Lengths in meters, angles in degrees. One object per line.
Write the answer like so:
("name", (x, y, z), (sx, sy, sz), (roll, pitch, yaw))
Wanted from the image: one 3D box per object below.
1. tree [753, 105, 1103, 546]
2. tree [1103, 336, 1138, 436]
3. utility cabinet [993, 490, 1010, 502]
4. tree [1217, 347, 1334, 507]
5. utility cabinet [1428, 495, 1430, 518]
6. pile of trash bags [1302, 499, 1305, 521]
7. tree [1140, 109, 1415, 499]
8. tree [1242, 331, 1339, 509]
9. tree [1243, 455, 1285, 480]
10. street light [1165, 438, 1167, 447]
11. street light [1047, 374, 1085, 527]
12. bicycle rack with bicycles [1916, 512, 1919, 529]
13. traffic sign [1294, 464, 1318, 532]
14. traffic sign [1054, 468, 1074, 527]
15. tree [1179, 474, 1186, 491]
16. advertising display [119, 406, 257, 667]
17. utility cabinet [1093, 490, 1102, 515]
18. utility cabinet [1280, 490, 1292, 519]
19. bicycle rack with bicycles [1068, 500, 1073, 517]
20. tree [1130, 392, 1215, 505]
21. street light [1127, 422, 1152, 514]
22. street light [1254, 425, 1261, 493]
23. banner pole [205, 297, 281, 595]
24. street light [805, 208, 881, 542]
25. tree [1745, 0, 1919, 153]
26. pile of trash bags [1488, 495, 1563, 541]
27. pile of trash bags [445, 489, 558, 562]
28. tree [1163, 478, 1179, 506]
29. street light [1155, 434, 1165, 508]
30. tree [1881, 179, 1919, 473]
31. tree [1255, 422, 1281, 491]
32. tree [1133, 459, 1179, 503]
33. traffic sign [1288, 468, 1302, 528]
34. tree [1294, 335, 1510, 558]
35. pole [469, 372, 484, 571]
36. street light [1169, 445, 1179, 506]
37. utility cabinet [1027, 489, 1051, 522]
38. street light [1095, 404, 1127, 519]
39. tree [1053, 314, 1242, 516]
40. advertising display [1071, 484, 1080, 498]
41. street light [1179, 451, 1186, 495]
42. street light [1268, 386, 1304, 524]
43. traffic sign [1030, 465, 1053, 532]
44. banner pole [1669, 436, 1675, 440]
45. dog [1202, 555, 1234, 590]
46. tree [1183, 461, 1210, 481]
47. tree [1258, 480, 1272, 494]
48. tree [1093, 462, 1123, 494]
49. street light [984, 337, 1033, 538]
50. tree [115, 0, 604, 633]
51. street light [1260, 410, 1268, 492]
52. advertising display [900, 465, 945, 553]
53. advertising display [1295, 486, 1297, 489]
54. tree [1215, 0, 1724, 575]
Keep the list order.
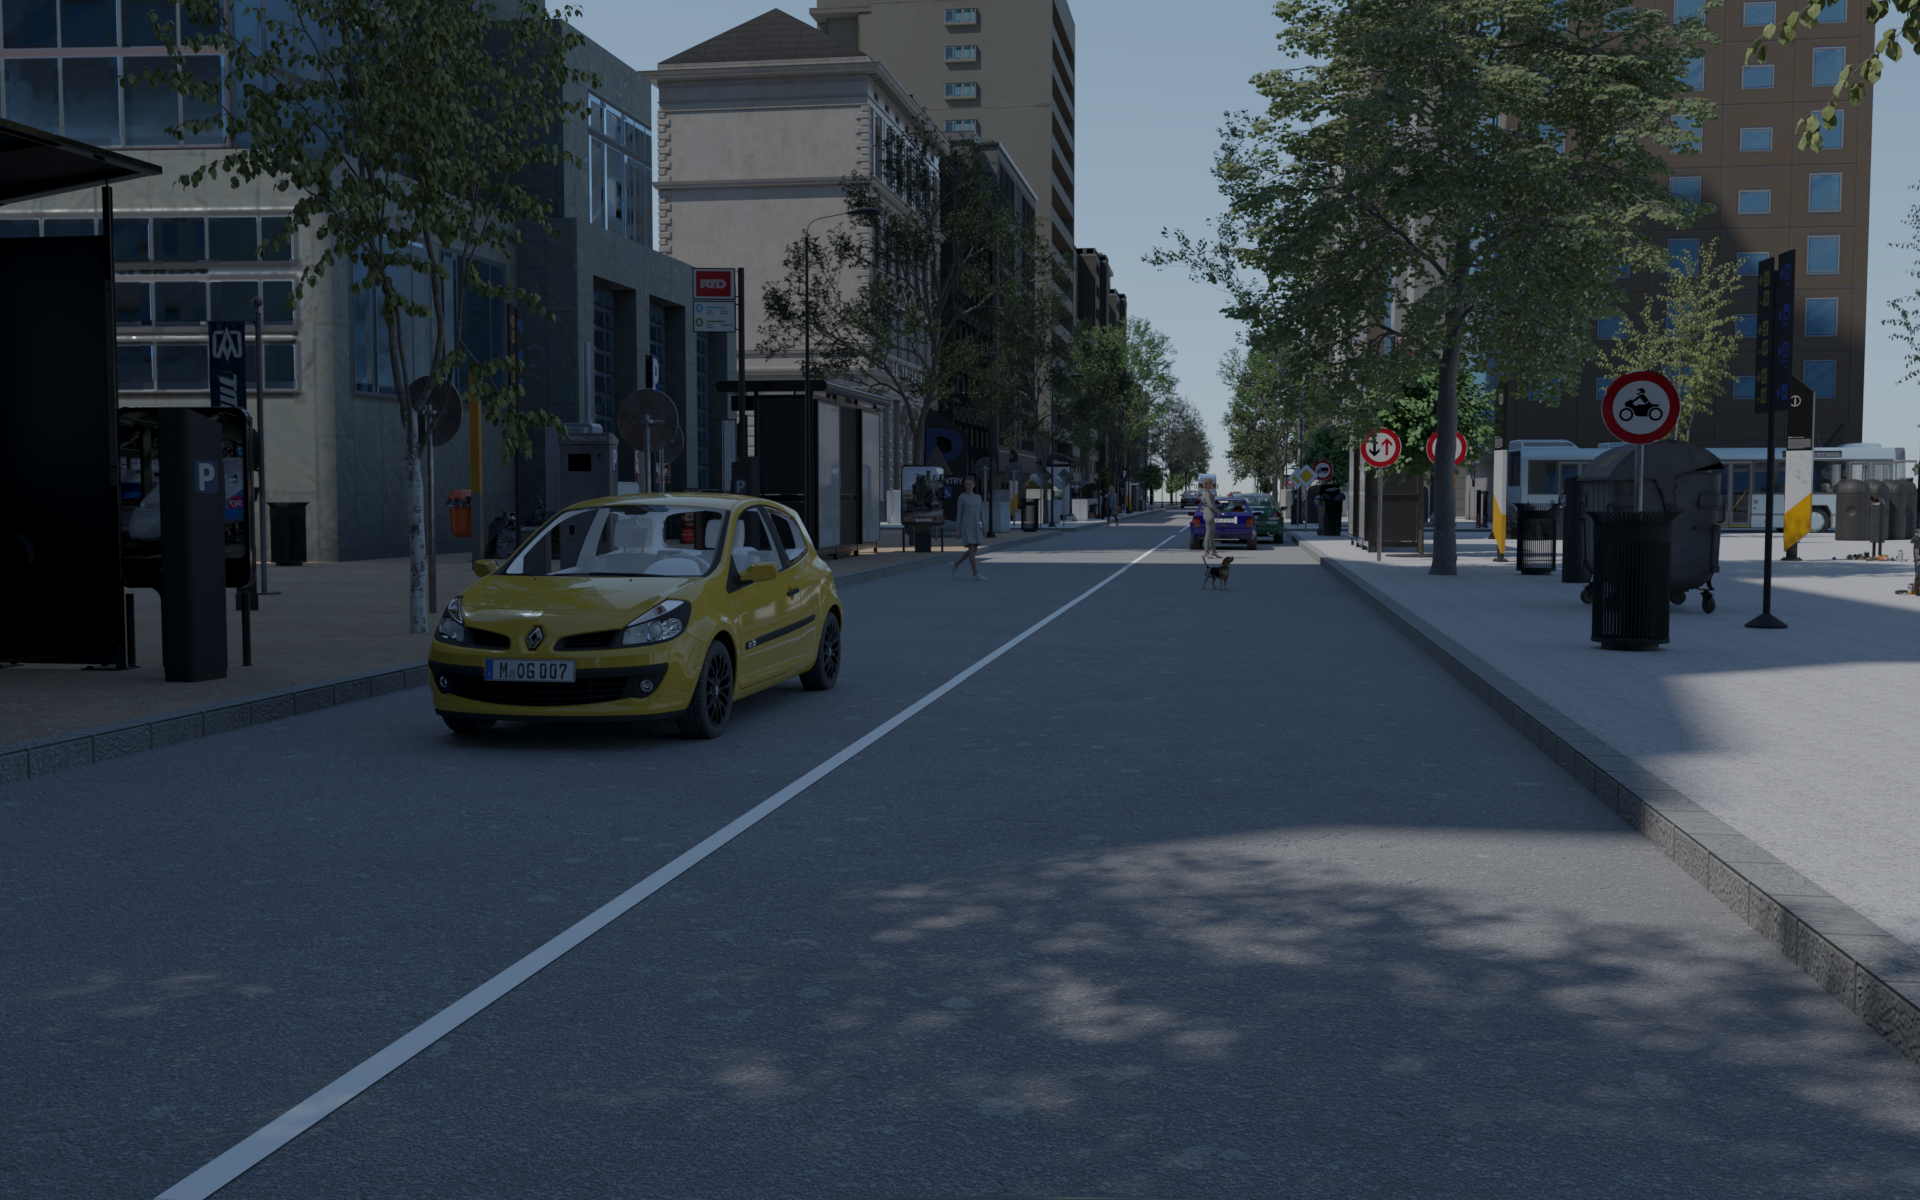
("tree", (-1.222, -6.620, 42.655), (8.767, 10.594, 7.601), (1, 4, 9))
("tree", (3.840, -8.552, 74.232), (8.767, 10.594, 7.601), (2, 4, 24))
("utility cabinet", (2.254, -5.015, 90.675), (1.173, 1.500, 0.318), (-2, 4, -29))
("tree", (22.948, -12.757, 125.584), (9.611, 12.733, 9.660), (0, 3, 0))
("utility cabinet", (25.798, -5.083, 94.272), (1.020, 1.237, 0.306), (3, 5, 44))
("pile of trash bags", (17.399, -4.403, 81.742), (3.447, 1.369, 1.912), (1, 4, 13))
("tree", (15.795, -14.097, 86.383), (12.611, 20.169, 13.585), (0, 3, 0))
("tree", (20.179, -11.211, 109.049), (9.928, 11.665, 9.643), (0, 3, 0))
("tree", (41.600, -18.612, 238.723), (8.767, 10.594, 7.601), (-3, 5, -42))
("street light", (16.227, -10.396, 142.515), (1.470, 5.913, 1.316), (1, 4, 9))
("street light", (4.124, -5.795, 67.288), (1.470, 5.913, 1.316), (1, 4, 9))
("bicycle rack with bicycles", (35.968, -3.030, 62.925), (2.925, 0.926, 2.852), (0, 4, -7))
("traffic sign", (11.552, -3.313, 57.811), (0.795, 2.450, 0.064), (1, 4, 9))
("traffic sign", (4.031, -3.882, 67.114), (0.795, 2.450, 0.064), (1, 4, 9))
("tree", (29.420, -15.485, 236.896), (4.285, 4.588, 4.351), (0, 3, 0))
("advertising display", (-5.741, -0.467, 12.854), (0.974, 1.923, 0.123), (0, 4, -2))
("utility cabinet", (8.152, -5.709, 102.016), (0.318, 1.500, 1.173), (-1, 4, -12))
("utility cabinet", (16.677, -4.862, 88.174), (0.318, 1.500, 1.173), (2, 4, 33))
("bicycle rack with bicycles", (5.709, -5.156, 97.680), (2.852, 0.926, 2.925), (1, 4, 22))
("tree", (26.205, -18.527, 213.287), (12.009, 13.543, 11.850), (0, 3, 0))
("street light", (11.436, -8.517, 111.802), (1.470, 5.913, 1.316), (1, 4, 9))
("street light", (20.853, -8.847, 117.187), (1.470, 5.913, 1.316), (1, 4, 9))
("banner pole", (-9.148, -1.961, 22.082), (0.863, 3.779, 0.401), (0, 4, -1))
("street light", (-1.968, -3.412, 28.321), (1.470, 5.913, 1.316), (1, 4, 9))
("tree", (4.999, -3.524, 7.978), (4.737, 8.622, 4.395), (0, 3, 0))
("pile of trash bags", (16.223, -2.343, 48.065), (1.912, 1.369, 3.447), (-1, 4, -15))
("pile of trash bags", (-8.650, -1.489, 34.102), (1.912, 1.369, 3.447), (2, 4, 33))
("tree", (22.686, -11.819, 187.842), (1.663, 3.219, 1.824), (0, 3, 0))
("street light", (14.874, -9.858, 133.724), (1.470, 5.913, 1.316), (1, 4, 9))
("tree", (22.390, -5.375, 38.252), (4.360, 8.622, 3.978), (0, 3, 0))
("tree", (27.969, -12.551, 155.573), (4.360, 8.622, 3.978), (0, 3, 0))
("tree", (17.370, -10.596, 156.957), (4.285, 4.588, 4.351), (0, 3, 0))
("traffic sign", (12.811, -3.795, 65.697), (0.795, 2.450, 0.064), (1, 4, 9))
("tree", (9.456, -3.170, 35.548), (4.285, 4.588, 4.351), (0, 3, 0))
("pole", (-8.098, -2.150, 29.002), (0.158, 3.312, 0.155), (0, 3, 0))
("street light", (19.725, -11.723, 164.213), (1.470, 5.913, 1.316), (1, 4, 9))
("utility cabinet", (3.615, -4.275, 78.577), (1.173, 1.500, 0.318), (0, 4, -3))
("street light", (7.749, -7.169, 89.761), (1.470, 5.913, 1.316), (1, 4, 9))
("tree", (8.985, -10.624, 99.463), (9.928, 11.665, 9.643), (0, 3, 0))
("advertising display", (7.511, -6.735, 115.329), (0.974, 1.923, 0.123), (0, 4, -5))
("street light", (23.169, -13.041, 185.753), (1.470, 5.913, 1.316), (1, 4, 9))
("street light", (14.035, -6.210, 74.079), (1.470, 5.913, 1.316), (1, 4, 9))
("traffic sign", (2.772, -3.400, 59.229), (0.795, 2.450, 0.064), (1, 4, 9))
("banner pole", (26.963, -4.624, 65.627), (0.863, 3.779, 0.401), (-3, 5, -43))
("dog", (3.867, -0.411, 26.002), (0.540, 0.507, 0.406), (1, 4, 17))
("tree", (39.901, -22.322, 299.375), (7.601, 10.594, 8.767), (-2, 4, -25))
("tree", (40.193, -14.154, 226.014), (1.663, 3.219, 1.824), (0, 3, 0))
("tree", (8.832, -6.813, 105.999), (1.663, 3.219, 1.824), (0, 3, 0))
("street light", (1.438, -4.776, 50.627), (1.470, 5.913, 1.316), (1, 4, 9))
("tree", (-5.024, -3.985, 15.520), (4.737, 8.622, 4.395), (0, 3, 0))
("street light", (17.485, -7.529, 95.635), (1.470, 5.913, 1.316), (1, 4, 9))
("advertising display", (-0.816, -2.004, 37.973), (0.974, 1.923, 0.123), (0, 4, -6))
("advertising display", (22.420, -6.760, 115.733), (0.123, 1.923, 0.974), (0, 4, 1))
("tree", (8.064, -6.657, 26.974), (7.486, 12.596, 7.792), (0, 3, 0))
